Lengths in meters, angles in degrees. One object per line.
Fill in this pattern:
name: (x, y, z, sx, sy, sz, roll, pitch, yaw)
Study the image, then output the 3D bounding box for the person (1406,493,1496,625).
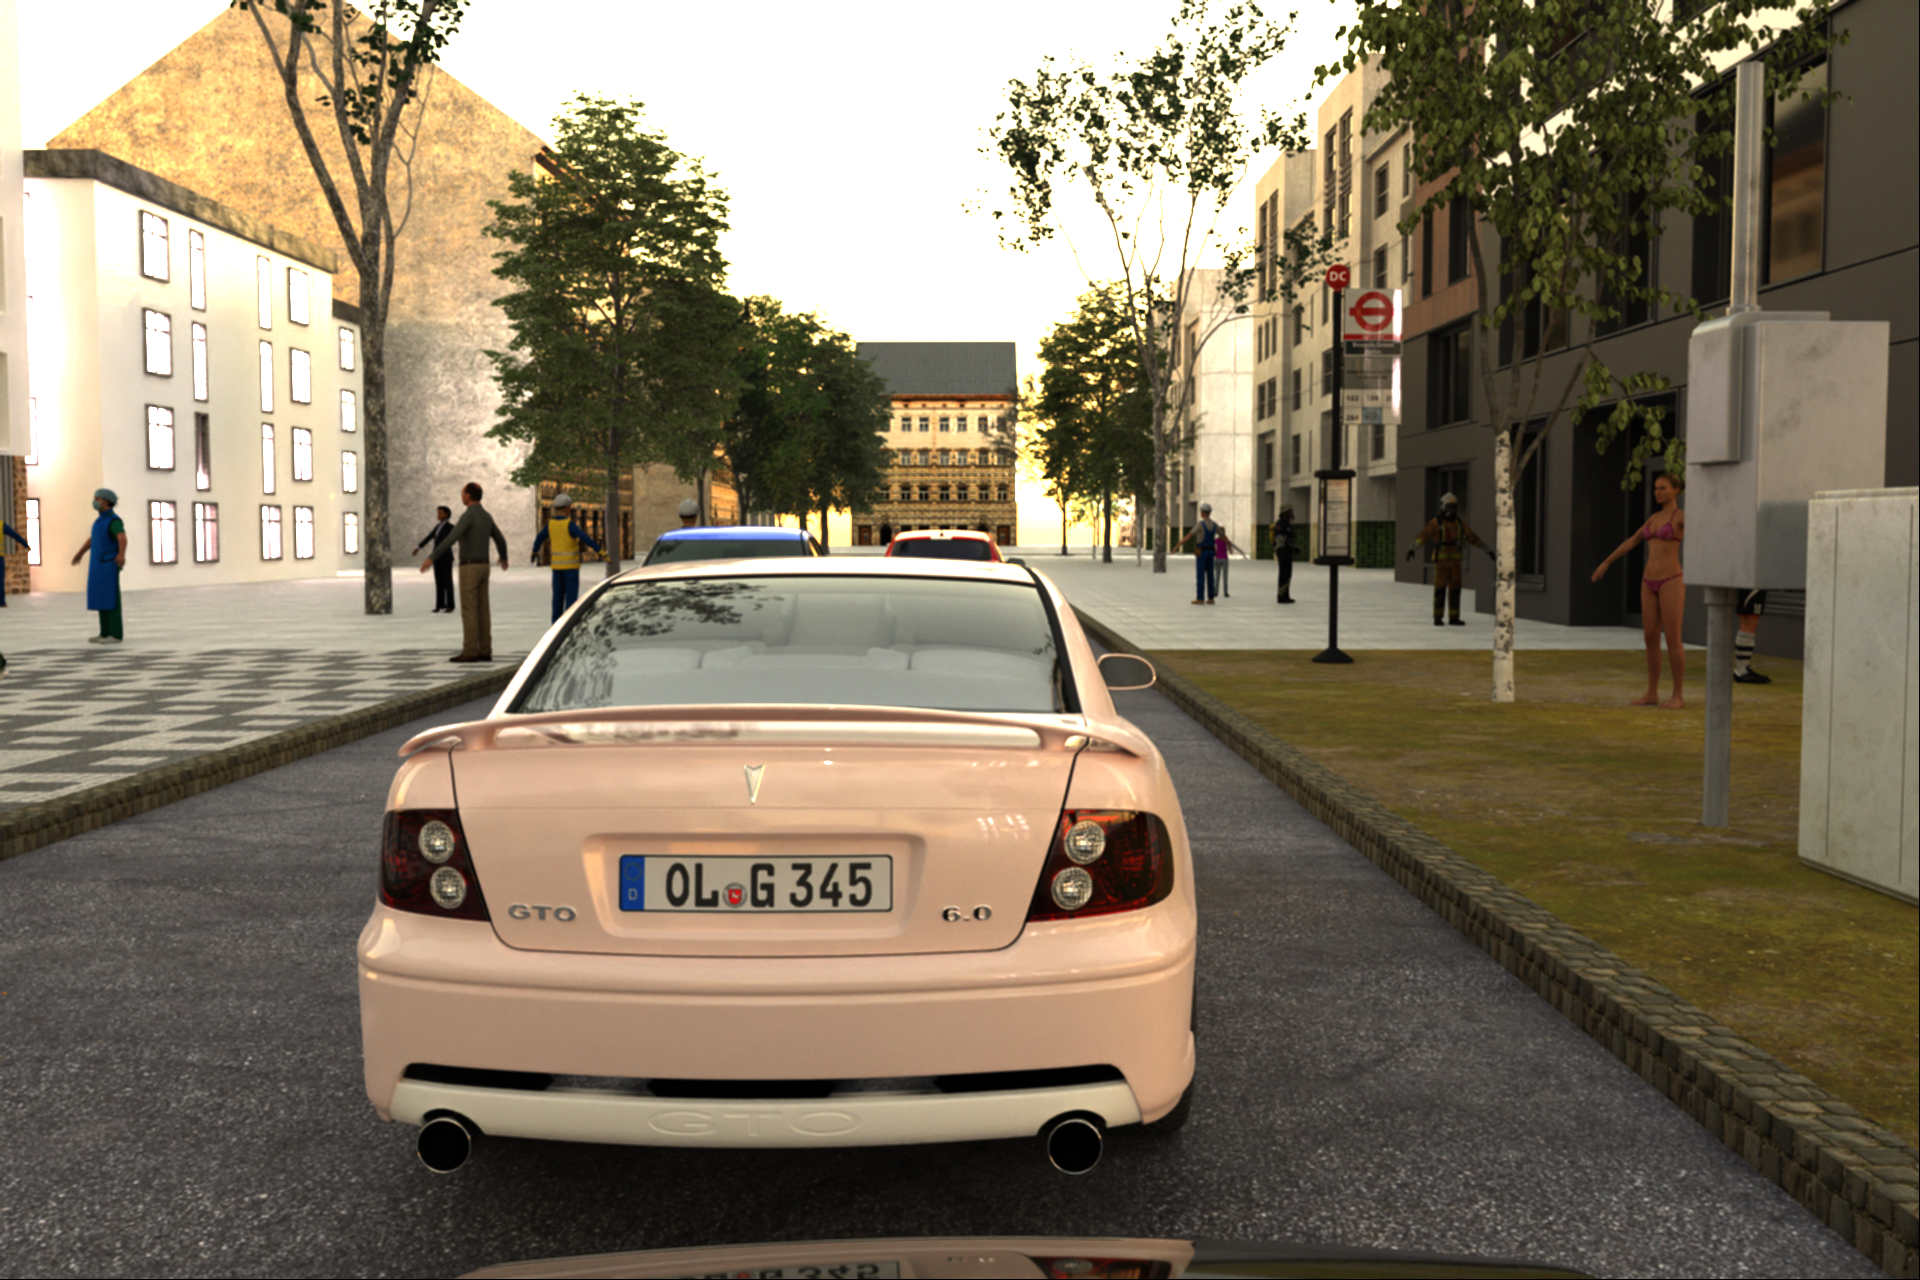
person: (6.865, -1.135, 24.319, 1.354, 1.858, 0.705, -1, 4, -12)

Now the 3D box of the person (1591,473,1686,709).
person: (5.165, -0.369, 12.843, 0.721, 1.733, 1.217, -1, 4, -23)

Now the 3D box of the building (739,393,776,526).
building: (-26.950, -17.924, 159.508, 16.747, 18.905, 31.486, 0, 4, 0)

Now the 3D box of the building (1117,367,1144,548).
building: (25.475, -20.650, 168.548, 19.493, 23.208, 18.063, 0, 3, 0)

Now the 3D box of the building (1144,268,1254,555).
building: (23.252, -15.740, 123.804, 16.747, 18.905, 31.486, 0, 3, 0)

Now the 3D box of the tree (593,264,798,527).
tree: (-9.193, -7.666, 59.751, 7.601, 10.594, 8.767, -2, 4, -32)

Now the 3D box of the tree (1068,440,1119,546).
tree: (15.632, -16.657, 190.466, 7.486, 12.596, 7.792, 0, 3, 0)

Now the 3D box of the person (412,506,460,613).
person: (-8.495, -1.319, 28.284, 1.216, 1.740, 0.721, 2, 4, 32)

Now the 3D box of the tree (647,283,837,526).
tree: (-8.819, -8.856, 70.558, 9.928, 11.665, 9.643, 0, 3, 0)

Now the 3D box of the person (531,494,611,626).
person: (-4.792, -0.903, 21.230, 1.216, 1.772, 0.721, 2, 4, 27)

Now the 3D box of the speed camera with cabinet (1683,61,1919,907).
speed camera with cabinet: (3.533, -0.756, 6.703, 0.660, 3.252, 2.038, 0, 4, -2)

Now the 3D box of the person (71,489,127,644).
person: (-10.076, -0.872, 20.386, 1.347, 1.817, 0.704, 3, 5, 42)

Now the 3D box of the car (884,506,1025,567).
car: (-0.211, -0.829, 22.602, 2.155, 1.783, 4.494, 0, 4, 1)

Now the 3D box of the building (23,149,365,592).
building: (-23.162, -6.720, 52.023, 9.099, 9.664, 28.070, 0, 4, 1)

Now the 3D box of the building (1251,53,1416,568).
building: (23.183, -12.596, 72.396, 16.747, 18.905, 31.486, 0, 4, 0)

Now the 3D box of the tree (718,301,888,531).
tree: (-8.591, -11.433, 93.591, 9.857, 13.997, 8.962, 0, 3, 0)

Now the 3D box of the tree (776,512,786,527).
tree: (-20.141, -14.948, 194.756, 4.737, 8.622, 4.395, 0, 3, 0)

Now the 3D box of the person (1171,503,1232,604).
person: (4.477, -1.581, 31.706, 1.347, 1.847, 0.705, -2, 4, -28)

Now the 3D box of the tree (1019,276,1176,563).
tree: (6.222, -9.706, 76.821, 7.486, 12.596, 7.792, 0, 3, 0)

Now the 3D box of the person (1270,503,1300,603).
person: (6.067, -1.614, 32.167, 0.705, 1.856, 1.354, 1, 4, 22)

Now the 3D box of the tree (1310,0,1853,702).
tree: (4.239, -3.818, 12.794, 4.737, 8.622, 4.395, 0, 3, 0)

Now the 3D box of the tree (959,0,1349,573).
tree: (6.312, -12.221, 55.702, 12.611, 20.169, 13.585, 0, 3, 0)

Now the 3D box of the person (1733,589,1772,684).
person: (6.858, -0.540, 14.971, 0.704, 1.843, 1.345, 1, 4, 21)

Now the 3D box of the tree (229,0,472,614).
tree: (-10.713, -10.445, 26.658, 12.611, 20.169, 13.585, 0, 3, 0)

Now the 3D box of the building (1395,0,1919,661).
building: (22.342, -11.379, 30.016, 27.936, 21.610, 32.646, 0, 4, 0)

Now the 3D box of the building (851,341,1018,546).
building: (-2.679, -22.172, 195.904, 18.063, 23.208, 19.493, 0, 4, 1)

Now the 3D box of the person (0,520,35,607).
person: (-16.925, -1.486, 30.269, 1.349, 1.833, 0.705, -2, 4, -29)

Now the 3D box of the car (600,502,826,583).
car: (-1.726, -0.229, 13.329, 1.945, 1.707, 3.694, 0, 4, 0)

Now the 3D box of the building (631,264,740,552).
building: (-27.148, -18.394, 131.677, 19.493, 23.208, 18.063, 0, 4, -1)

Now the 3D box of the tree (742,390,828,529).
tree: (-8.647, -8.151, 83.632, 4.737, 8.622, 4.395, 0, 3, 0)

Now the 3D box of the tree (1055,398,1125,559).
tree: (6.802, -8.448, 88.486, 4.737, 8.622, 4.395, 0, 3, 0)

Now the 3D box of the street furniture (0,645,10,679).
street furniture: (-13.632, 0.092, 14.119, 10.072, 0.657, 5.734, 1, 4, 13)

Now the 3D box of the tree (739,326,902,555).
tree: (-8.392, -12.159, 105.453, 9.857, 13.997, 8.962, 0, 3, 0)

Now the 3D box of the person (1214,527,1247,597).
person: (5.359, -1.600, 35.419, 0.991, 1.433, 0.599, 1, 4, 18)

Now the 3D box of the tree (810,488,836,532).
tree: (-15.050, -14.749, 191.501, 4.360, 8.622, 3.978, 0, 3, 0)

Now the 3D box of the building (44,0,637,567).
building: (-25.533, -14.999, 76.162, 19.493, 23.208, 18.063, 0, 4, 1)

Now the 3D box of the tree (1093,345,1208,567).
tree: (6.880, -7.207, 68.197, 4.360, 8.622, 3.978, 0, 3, 0)

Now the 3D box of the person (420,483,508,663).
person: (-4.905, -0.681, 17.402, 0.705, 1.796, 1.348, 1, 4, 20)

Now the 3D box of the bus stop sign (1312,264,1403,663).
bus stop sign: (3.957, -1.746, 17.243, 0.855, 3.939, 0.416, 0, 3, 0)

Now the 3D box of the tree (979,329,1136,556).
tree: (6.137, -11.740, 102.325, 12.009, 13.543, 11.850, 0, 3, 0)

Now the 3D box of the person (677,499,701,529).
person: (-2.624, -0.493, 16.975, 1.216, 1.772, 0.721, 0, 4, 7)

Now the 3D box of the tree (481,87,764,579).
tree: (-8.684, -7.746, 44.772, 7.486, 12.596, 7.792, 0, 3, 0)

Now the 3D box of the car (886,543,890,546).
car: (-2.362, -4.178, 80.679, 2.083, 1.381, 4.827, 0, 4, 0)

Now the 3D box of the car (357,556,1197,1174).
car: (-0.364, 0.418, 5.527, 2.083, 1.381, 4.827, 0, 4, 0)
